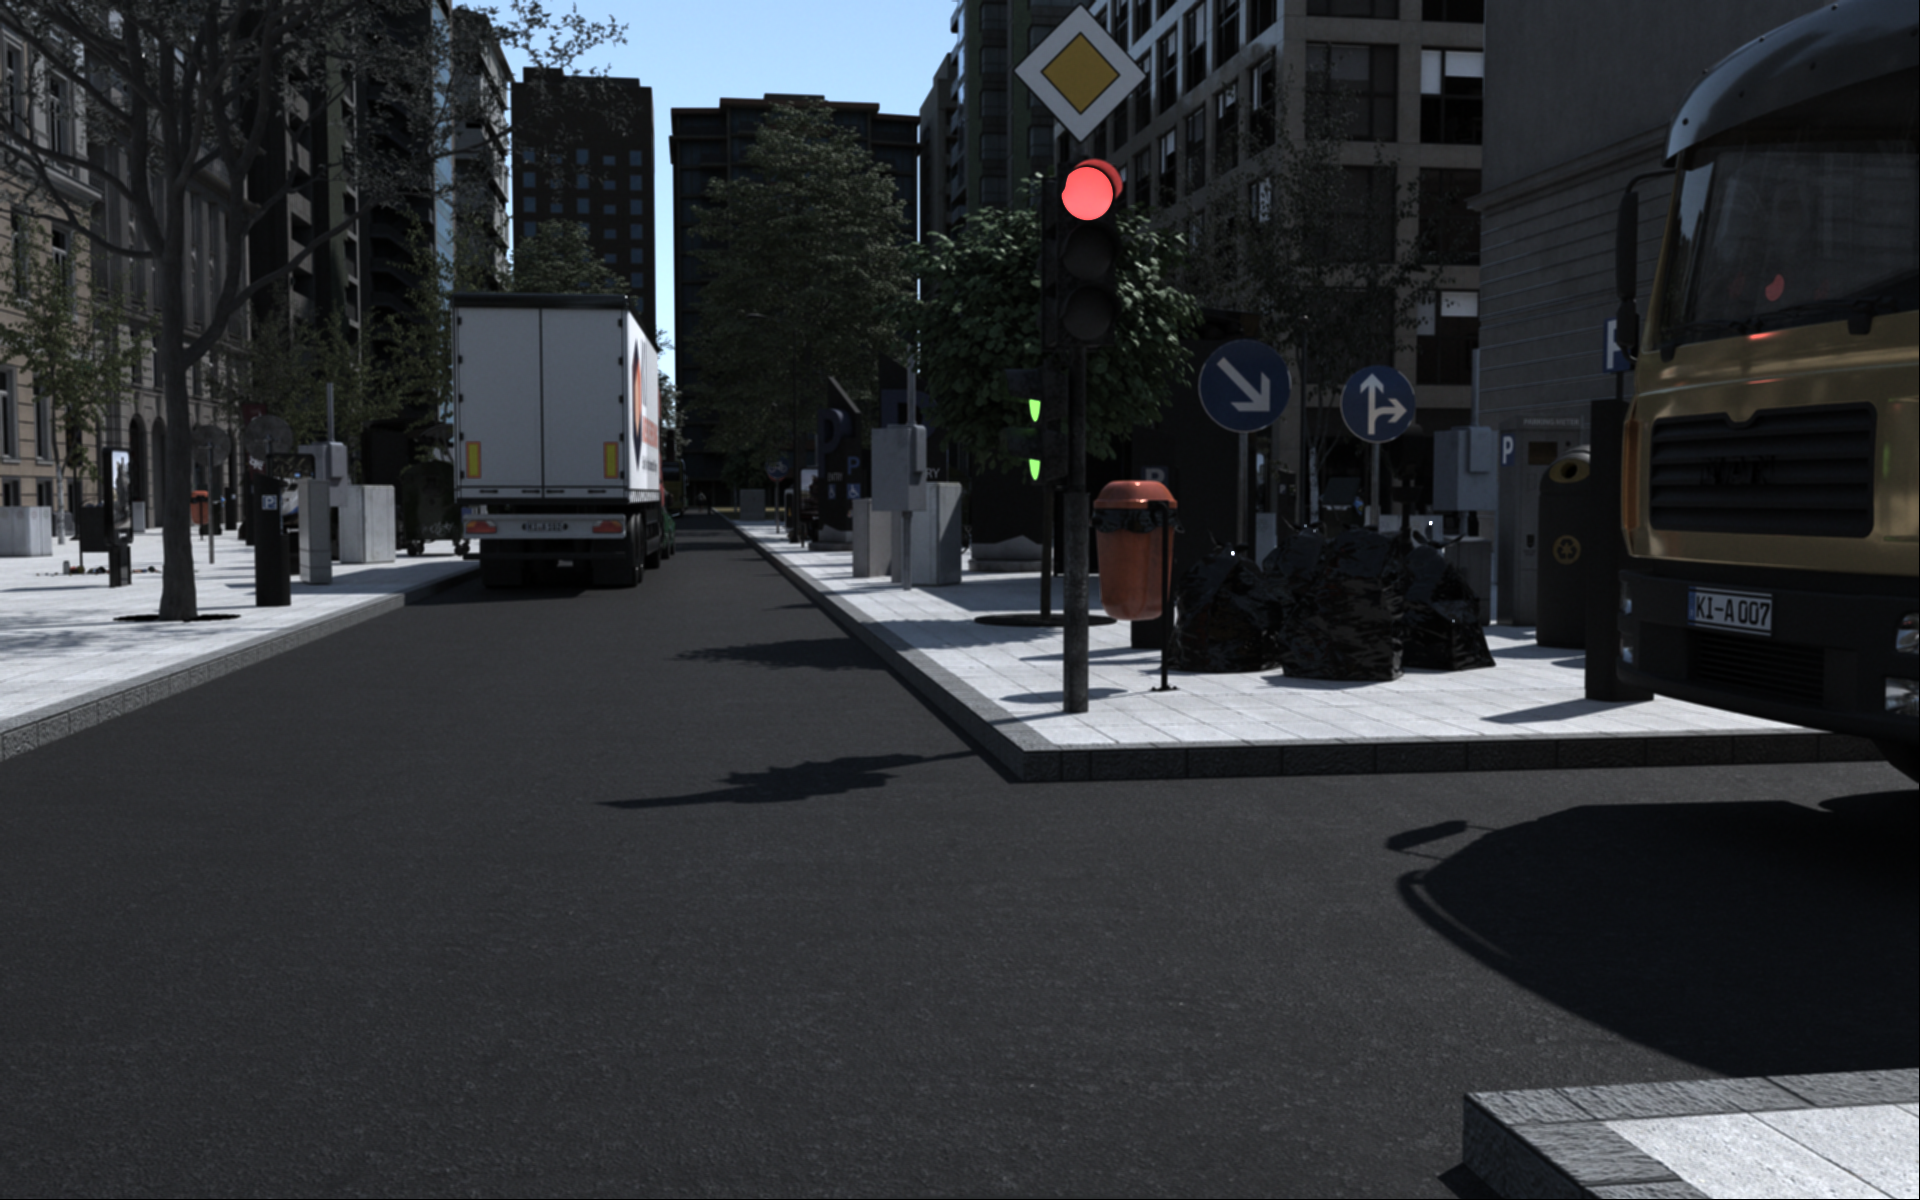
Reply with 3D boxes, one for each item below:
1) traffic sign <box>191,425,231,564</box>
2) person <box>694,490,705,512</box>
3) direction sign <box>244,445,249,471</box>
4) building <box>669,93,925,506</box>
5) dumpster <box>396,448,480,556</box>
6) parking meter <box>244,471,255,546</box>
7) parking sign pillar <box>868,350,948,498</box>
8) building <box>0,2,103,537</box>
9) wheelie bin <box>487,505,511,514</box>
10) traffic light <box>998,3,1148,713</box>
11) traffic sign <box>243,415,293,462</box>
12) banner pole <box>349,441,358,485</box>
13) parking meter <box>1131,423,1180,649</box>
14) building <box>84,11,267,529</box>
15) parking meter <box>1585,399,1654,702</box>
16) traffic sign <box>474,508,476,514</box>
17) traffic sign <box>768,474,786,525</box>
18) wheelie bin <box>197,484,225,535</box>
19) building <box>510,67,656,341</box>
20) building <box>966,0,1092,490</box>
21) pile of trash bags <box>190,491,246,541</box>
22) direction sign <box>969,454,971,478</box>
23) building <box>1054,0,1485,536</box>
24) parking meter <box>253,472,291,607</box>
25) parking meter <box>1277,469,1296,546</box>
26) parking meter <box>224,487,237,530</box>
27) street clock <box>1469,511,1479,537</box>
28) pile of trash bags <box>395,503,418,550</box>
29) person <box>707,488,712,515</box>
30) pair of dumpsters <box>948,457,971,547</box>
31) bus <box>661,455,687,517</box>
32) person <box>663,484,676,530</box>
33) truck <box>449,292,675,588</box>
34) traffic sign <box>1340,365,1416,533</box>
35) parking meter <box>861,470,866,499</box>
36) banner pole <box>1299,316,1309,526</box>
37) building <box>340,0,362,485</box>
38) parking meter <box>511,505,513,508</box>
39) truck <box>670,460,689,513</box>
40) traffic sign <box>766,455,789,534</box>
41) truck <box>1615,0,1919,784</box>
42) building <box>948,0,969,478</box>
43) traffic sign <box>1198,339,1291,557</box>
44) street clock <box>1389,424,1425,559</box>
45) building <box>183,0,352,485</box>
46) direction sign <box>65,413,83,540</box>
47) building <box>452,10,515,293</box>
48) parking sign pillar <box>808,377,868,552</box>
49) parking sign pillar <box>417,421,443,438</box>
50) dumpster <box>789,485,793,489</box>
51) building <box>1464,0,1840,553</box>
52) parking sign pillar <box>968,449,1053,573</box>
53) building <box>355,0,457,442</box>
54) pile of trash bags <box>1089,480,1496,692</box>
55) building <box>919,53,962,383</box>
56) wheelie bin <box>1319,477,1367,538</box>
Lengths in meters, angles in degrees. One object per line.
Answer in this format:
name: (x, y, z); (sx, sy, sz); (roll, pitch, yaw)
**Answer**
traffic sign: (-13.793, -1.942, 31.853); (0.768, 2.556, 0.104); (0, 4, -4)
person: (-21.104, -8.030, 140.572); (1.217, 1.735, 0.721); (2, 4, 34)
direction sign: (-26.544, -4.479, 65.228); (0.379, 3.537, 0.876); (2, 4, 32)
building: (-19.126, -32.904, 192.601); (28.867, 44.769, 22.147); (-1, 4, -9)
dumpster: (-10.959, -2.075, 36.426); (1.502, 2.255, 1.985); (-1, 4, -9)
parking meter: (-17.602, -2.293, 43.203); (0.399, 1.863, 0.255); (-3, 5, -41)
parking sign pillar: (-0.874, -2.683, 32.346); (1.447, 3.967, 1.447); (0, 4, 3)
building: (-32.372, -15.818, 44.523); (13.634, 28.700, 20.117); (-1, 4, -9)
wheelie bin: (-15.397, -3.047, 57.719); (0.980, 1.594, 0.693); (1, 4, 11)
traffic light: (0.663, -1.295, 10.094); (0.839, 4.253, 0.868); (-1, 4, -9)
traffic sign: (-11.123, -1.698, 27.874); (0.768, 2.556, 0.104); (0, 4, -8)
banner pole: (-28.470, -5.578, 81.224); (0.863, 3.779, 0.401); (3, 4, 39)
parking meter: (1.625, -0.530, 14.382); (0.399, 1.863, 0.255); (0, 4, 6)
building: (-36.321, -13.739, 66.430); (13.314, 21.916, 24.055); (-1, 4, -9)
parking meter: (4.137, -0.310, 10.783); (0.399, 1.863, 0.255); (-1, 4, -21)
traffic sign: (-13.703, -2.917, 48.885); (0.795, 2.450, 0.064); (0, 4, -8)
traffic sign: (-7.555, -4.371, 71.564); (0.768, 2.556, 0.104); (0, 4, -1)
wheelie bin: (-23.477, -2.824, 54.084); (0.980, 1.594, 0.693); (-2, 4, -29)
building: (-39.947, -32.779, 186.055); (14.200, 45.320, 14.600); (-1, 4, -9)
building: (7.214, -26.103, 110.382); (14.154, 41.232, 14.086); (-1, 4, -9)
pile of trash bags: (-19.719, -2.367, 48.456); (3.447, 1.369, 1.912); (-2, 4, -28)
direction sign: (0.781, -5.512, 82.114); (0.876, 3.537, 0.379); (-3, 4, -37)
building: (16.724, -16.289, 70.835); (19.350, 26.468, 34.151); (-1, 4, -9)
parking meter: (-7.889, -0.700, 19.858); (0.372, 1.533, 0.369); (0, 3, 0)
parking meter: (7.560, -2.102, 40.078); (0.255, 1.863, 0.399); (-2, 4, -35)
parking meter: (-25.863, -3.241, 61.403); (0.372, 1.533, 0.369); (0, 3, 0)
street clock: (10.229, -1.828, 34.460); (0.471, 2.002, 0.358); (2, 4, 26)
pile of trash bags: (-13.687, -1.813, 39.392); (1.912, 1.369, 3.447); (0, 4, 3)
person: (-17.326, -6.818, 120.002); (0.705, 1.821, 1.348); (-1, 4, -10)
pair of dumpsters: (-0.694, -2.524, 43.763); (1.574, 2.255, 4.437); (-1, 4, -9)
bus: (-18.681, -7.187, 109.046); (2.896, 3.916, 12.252); (-1, 4, -8)
person: (-11.558, -3.627, 67.762); (0.822, 1.834, 0.622); (1, 4, 9)
truck: (-6.528, -2.501, 29.805); (2.839, 4.237, 11.283); (0, 4, -7)
traffic sign: (4.115, -1.044, 17.173); (0.768, 2.556, 0.104); (0, 4, -6)
parking meter: (-2.413, -2.201, 41.702); (0.255, 1.863, 0.399); (-1, 4, -12)
banner pole: (4.885, -2.120, 24.682); (0.401, 3.779, 0.863); (1, 4, 11)
building: (-45.157, -40.624, 102.461); (20.563, 71.187, 20.611); (-1, 4, -9)
parking meter: (-17.810, -3.674, 68.485); (0.372, 1.533, 0.369); (0, 3, 0)
truck: (-21.819, -8.526, 129.163); (2.967, 4.110, 18.799); (-1, 4, -8)
traffic sign: (-5.888, -3.414, 55.919); (0.768, 2.556, 0.104); (0, 4, -7)
truck: (7.115, -0.704, 7.435); (9.791, 3.379, 3.469); (0, 4, -7)
building: (7.599, -50.121, 132.153); (22.319, 86.520, 31.000); (-1, 4, -9)
traffic sign: (2.338, -0.870, 14.327); (0.768, 2.556, 0.104); (0, 4, -2)
street clock: (4.639, -0.823, 18.030); (0.358, 2.002, 0.471); (0, 4, -4)
building: (-39.447, -19.287, 87.049); (14.160, 30.474, 14.107); (-1, 4, -9)
direction sign: (-24.592, -3.433, 48.126); (0.876, 3.537, 0.379); (3, 4, 38)
building: (-61.576, -36.703, 189.327); (27.495, 52.752, 28.713); (-1, 4, -9)
parking sign pillar: (-2.729, -3.104, 39.230); (1.447, 3.967, 1.447); (-2, 4, -33)
parking sign pillar: (-19.623, -4.600, 63.688); (1.447, 3.967, 1.447); (-1, 4, -10)
dumpster: (-7.541, -4.692, 82.474); (1.264, 1.857, 1.865); (-1, 4, -9)
building: (23.840, -11.764, 34.138); (24.055, 21.916, 13.314); (-1, 4, -9)
parking sign pillar: (0.862, -2.471, 28.870); (1.447, 3.967, 1.447); (1, 4, 22)
building: (-47.290, -29.604, 134.133); (14.200, 45.320, 14.600); (-1, 4, -9)
pile of trash bags: (2.231, -0.162, 12.402); (3.447, 1.369, 1.912); (-3, 5, -42)
building: (6.416, -34.989, 195.775); (21.600, 48.544, 21.300); (-1, 4, -9)
wheelie bin: (7.268, -1.526, 32.866); (0.980, 1.594, 0.693); (3, 4, 39)
